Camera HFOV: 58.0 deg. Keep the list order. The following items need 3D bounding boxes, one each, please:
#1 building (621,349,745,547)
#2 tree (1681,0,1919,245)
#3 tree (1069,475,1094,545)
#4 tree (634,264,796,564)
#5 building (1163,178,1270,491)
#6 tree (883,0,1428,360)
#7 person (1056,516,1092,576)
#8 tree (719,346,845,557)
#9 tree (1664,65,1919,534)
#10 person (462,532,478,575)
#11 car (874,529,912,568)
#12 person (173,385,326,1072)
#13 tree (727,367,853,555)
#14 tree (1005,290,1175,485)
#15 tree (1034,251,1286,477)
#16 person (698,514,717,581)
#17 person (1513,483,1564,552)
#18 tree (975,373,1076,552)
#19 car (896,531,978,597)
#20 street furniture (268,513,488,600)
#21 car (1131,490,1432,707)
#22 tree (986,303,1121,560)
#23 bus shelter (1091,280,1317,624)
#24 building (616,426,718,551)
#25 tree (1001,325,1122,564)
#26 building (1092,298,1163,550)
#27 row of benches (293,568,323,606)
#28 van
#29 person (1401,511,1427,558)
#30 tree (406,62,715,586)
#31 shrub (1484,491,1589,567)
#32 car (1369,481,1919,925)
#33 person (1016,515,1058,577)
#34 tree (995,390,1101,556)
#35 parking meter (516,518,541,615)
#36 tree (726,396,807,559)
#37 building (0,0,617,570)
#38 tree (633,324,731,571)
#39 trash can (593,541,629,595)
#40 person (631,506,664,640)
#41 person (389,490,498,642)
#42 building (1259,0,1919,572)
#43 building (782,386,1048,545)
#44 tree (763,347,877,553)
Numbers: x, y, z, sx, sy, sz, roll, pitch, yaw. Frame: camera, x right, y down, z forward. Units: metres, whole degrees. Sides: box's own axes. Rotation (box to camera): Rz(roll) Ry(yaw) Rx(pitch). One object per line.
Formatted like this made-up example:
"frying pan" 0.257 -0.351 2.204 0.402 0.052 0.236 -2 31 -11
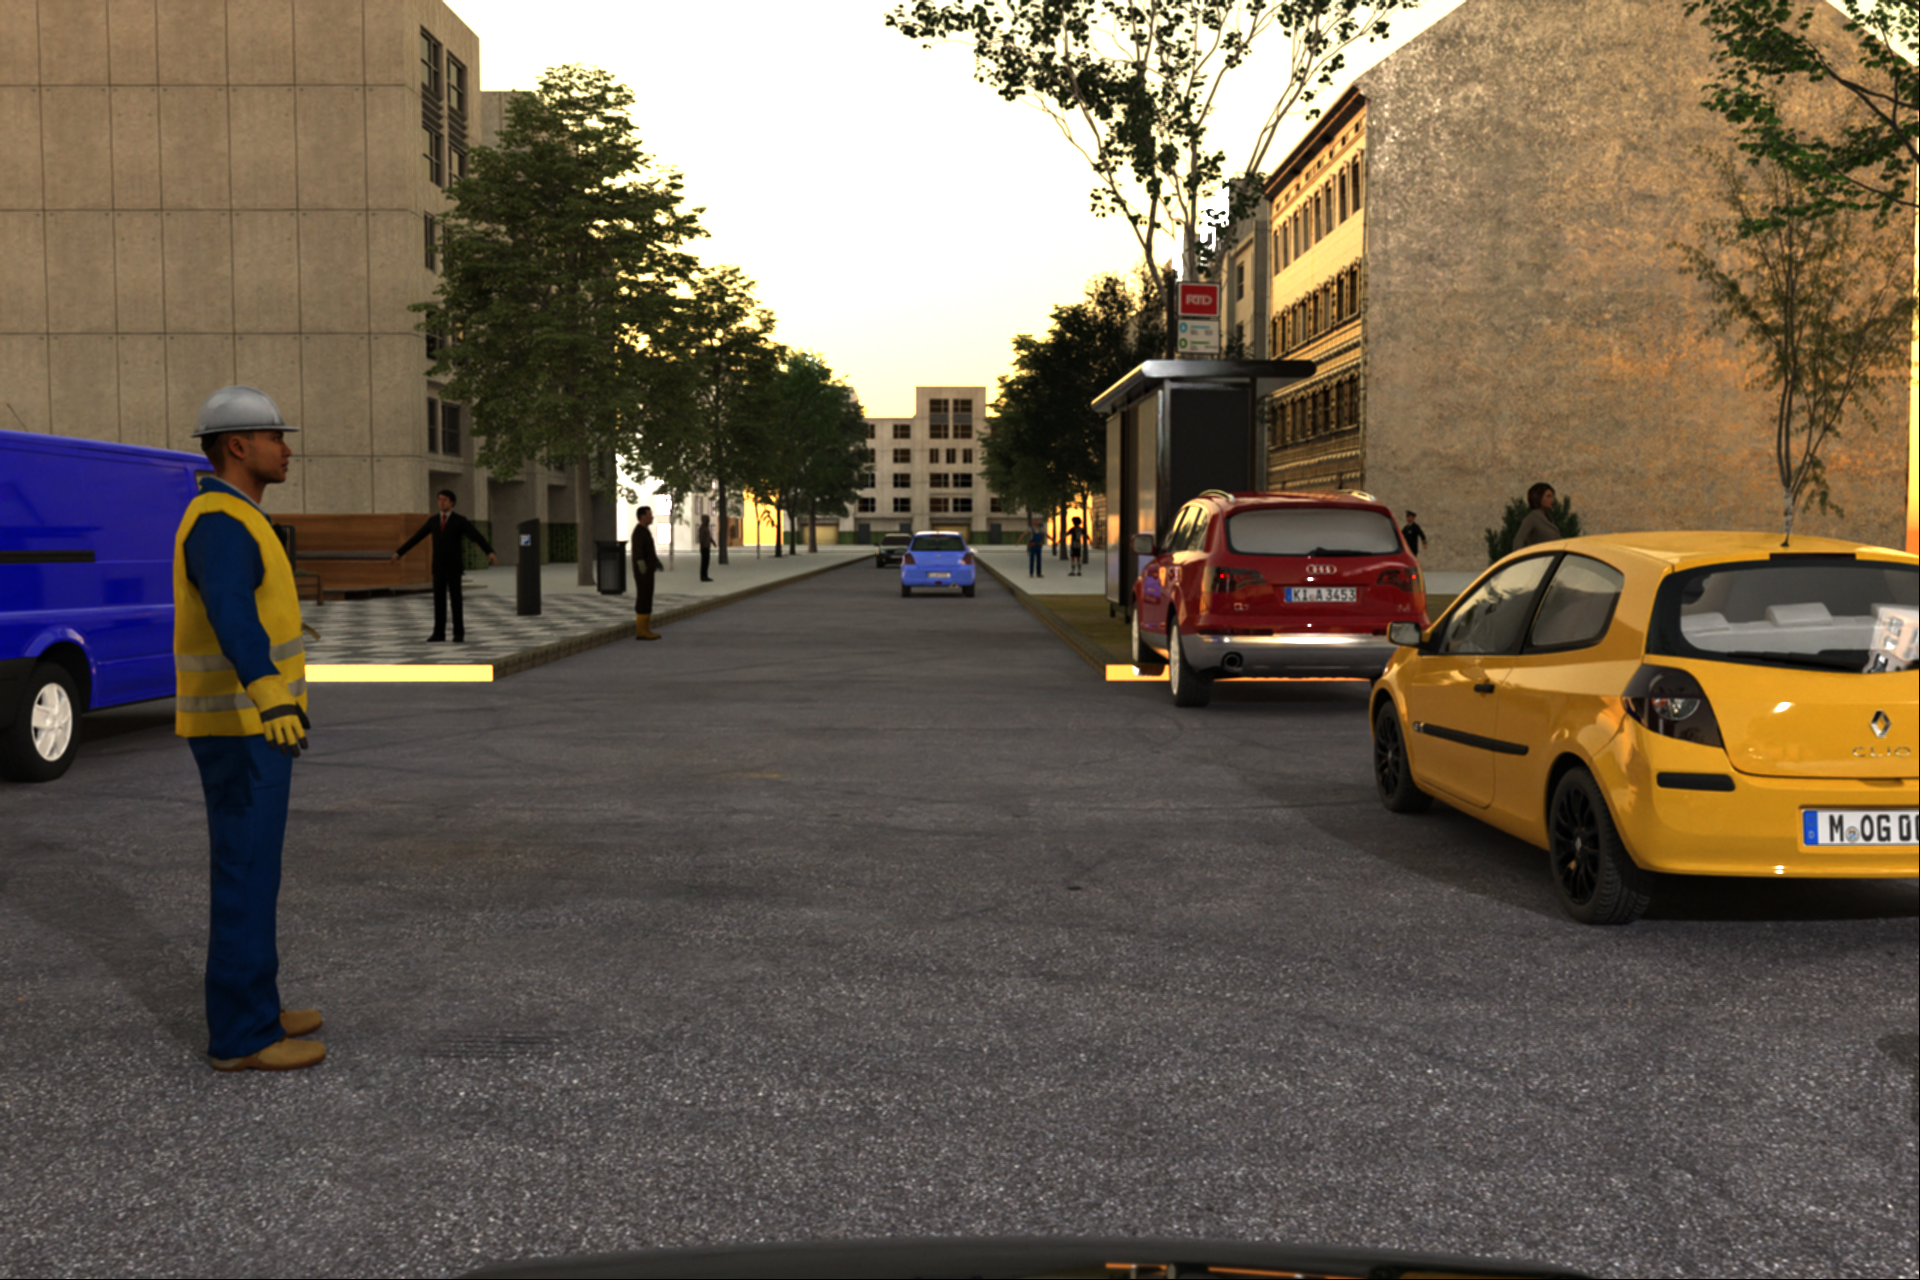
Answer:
"building" -28.287 -19.536 175.828 16.016 20.090 11.380 0 4 -1
"tree" 9.282 -5.439 14.682 9.928 11.665 9.643 0 3 0
"tree" 16.032 -17.317 208.882 9.928 11.665 9.643 0 3 0
"tree" -10.363 -9.487 73.247 7.486 12.596 7.792 0 3 0
"building" 21.528 -13.973 94.919 16.747 18.905 31.486 0 4 -1
"tree" 4.443 -11.406 42.376 12.611 20.169 13.585 0 3 0
"person" 3.555 -2.887 53.341 1.345 1.843 0.704 -2 4 -30
"tree" -9.861 -10.354 95.049 9.928 11.665 9.643 0 3 0
"tree" 13.236 -4.752 28.055 4.360 8.622 3.978 0 3 0
"person" -15.661 -2.918 53.934 1.346 1.802 0.704 1 4 18
"car" -2.698 -3.971 74.710 2.009 1.686 4.222 0 4 0
"person" -1.924 0.225 4.745 0.705 1.833 1.349 -1 4 -22
"tree" -10.380 -11.022 105.958 9.928 11.665 9.643 0 3 0
"tree" 5.838 -7.962 64.589 8.767 10.594 7.601 0 4 4
"tree" 6.383 -7.456 56.325 8.767 10.594 7.601 1 4 11
"person" -6.889 -2.501 47.024 0.705 1.813 1.348 0 4 8
"person" 5.278 -0.536 15.521 1.215 1.744 0.721 -3 5 -43
"tree" 4.516 -12.480 122.182 7.486 12.596 7.792 0 3 0
"car" -0.533 -1.889 40.477 1.945 1.707 3.694 0 4 -2
"street furniture" -15.062 -1.882 37.633 11.010 1.723 9.812 0 4 3
"car" 2.774 -0.441 15.892 2.281 1.827 5.304 0 4 0
"tree" 5.152 -10.214 85.128 7.486 12.596 7.792 0 3 0
"bus shelter" 3.144 -2.905 25.131 2.179 5.291 8.768 0 4 -1
"building" -24.961 -12.522 146.881 9.099 9.664 28.070 0 4 0
"tree" 5.584 -8.564 74.428 8.767 10.594 7.601 2 4 32
"building" 20.787 -18.873 139.495 19.493 23.208 18.063 0 4 -1
"row of benches" -12.446 -0.857 29.480 1.422 0.672 4.104 1 4 23
"van" -6.193 -0.444 11.649 2.240 2.365 5.245 0 4 -1
"person" 10.690 -2.157 41.196 0.705 1.837 1.347 -2 4 -25
"tree" -9.673 -7.610 42.548 7.486 12.596 7.792 0 3 0
"shrub" 9.306 -1.457 27.870 1.661 2.075 1.752 0 3 0
"car" 3.073 0.149 7.791 2.015 1.641 3.980 0 4 -1
"person" 2.252 -2.783 51.360 1.347 1.847 0.705 -1 4 -20
"tree" 5.363 -10.280 102.482 8.767 10.594 7.601 3 5 43
"parking meter" -6.851 -1.167 27.486 0.372 1.533 0.369 0 3 0
"tree" -10.102 -8.455 88.598 4.737 8.622 4.395 0 3 0
"building" -25.407 -12.419 69.502 16.747 18.905 31.486 0 4 0
"tree" -10.236 -6.697 59.863 4.360 8.622 3.978 0 3 0
"trash can" -7.389 -1.533 36.715 0.748 1.137 0.748 0 3 0
"person" -4.256 -0.914 23.545 0.704 1.812 1.346 0 4 0
"person" -6.110 -0.881 20.596 1.347 1.806 0.705 0 4 8
"building" 22.809 -14.445 67.101 19.493 23.208 18.063 0 4 0
"building" -5.413 -21.072 213.437 31.486 18.905 16.747 0 4 -1
"tree" -9.985 -12.894 117.475 9.857 13.997 8.962 0 3 0
